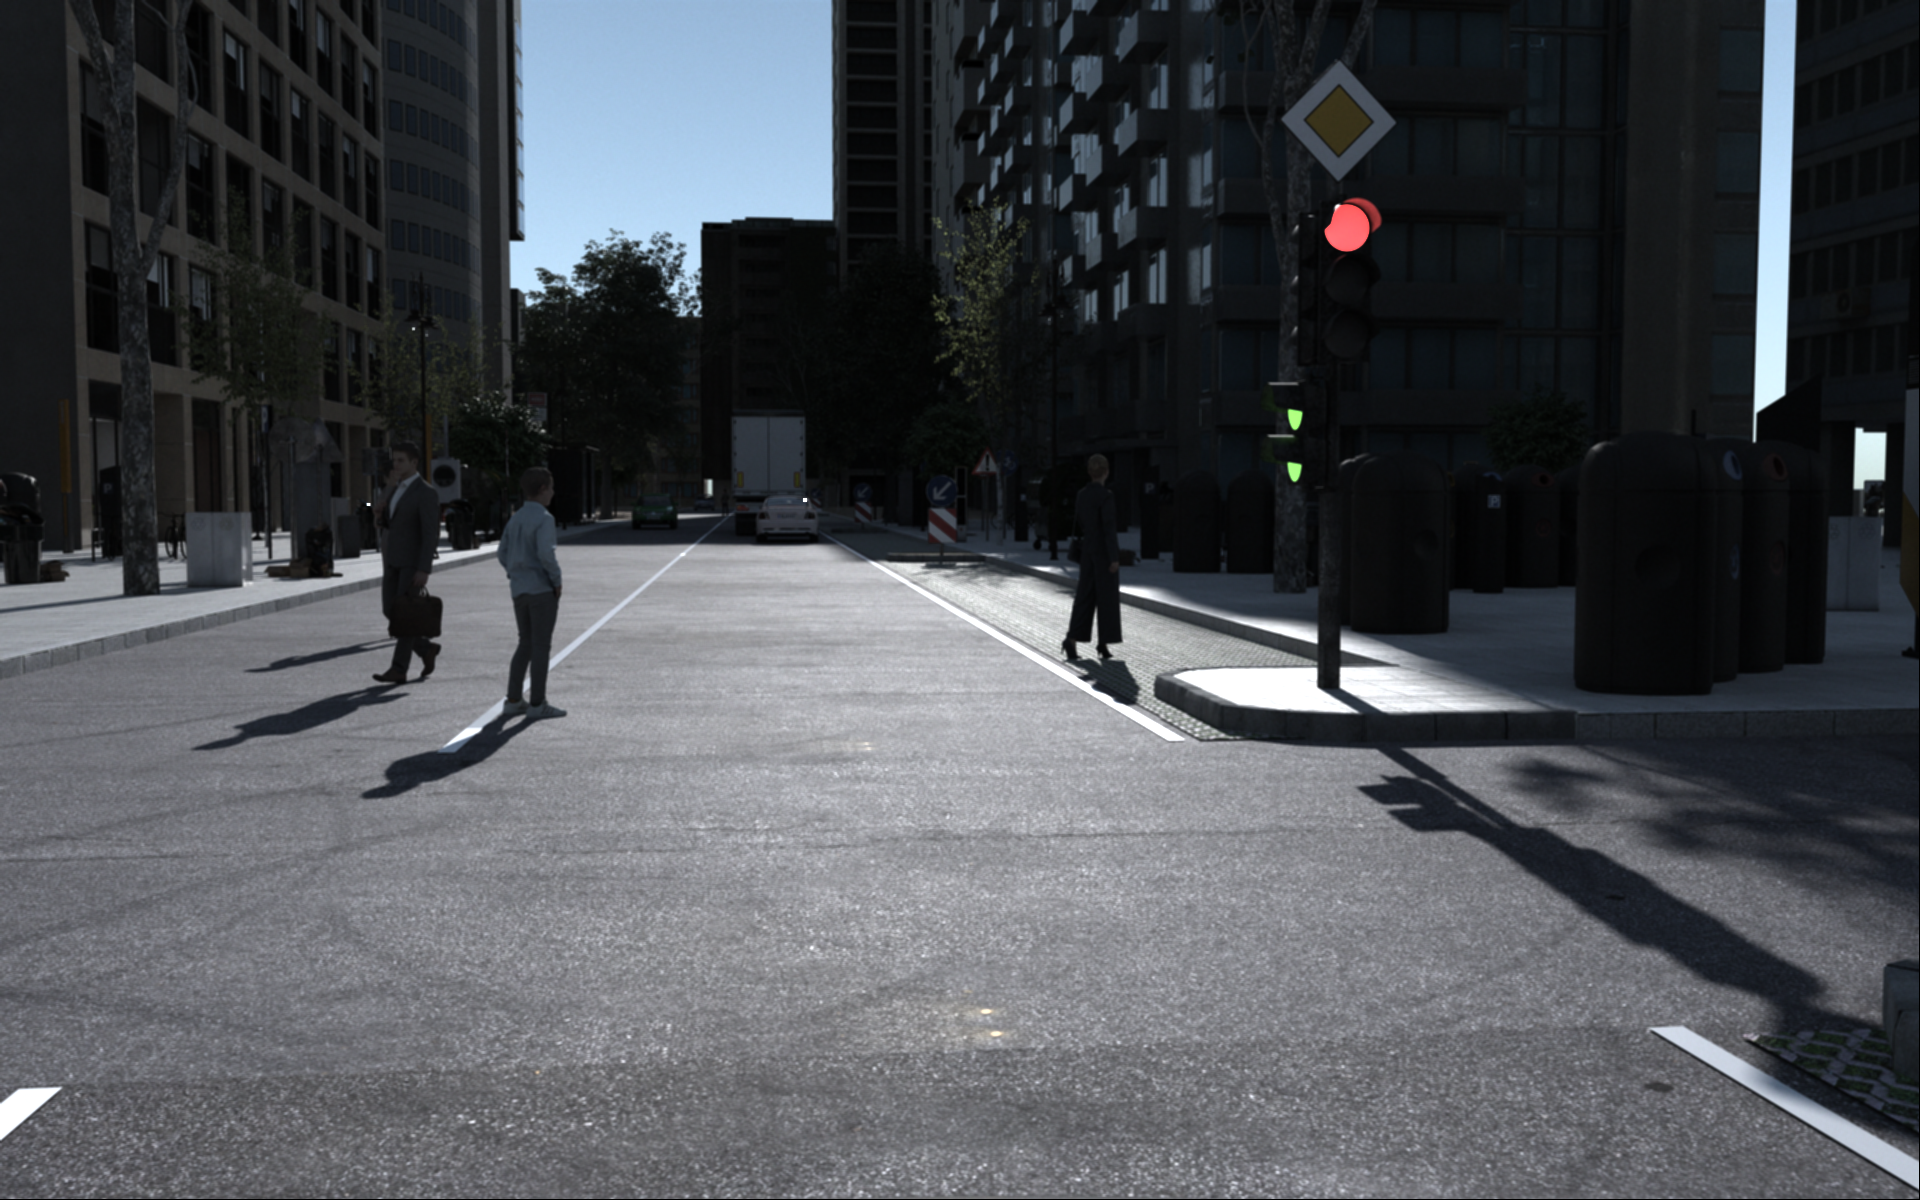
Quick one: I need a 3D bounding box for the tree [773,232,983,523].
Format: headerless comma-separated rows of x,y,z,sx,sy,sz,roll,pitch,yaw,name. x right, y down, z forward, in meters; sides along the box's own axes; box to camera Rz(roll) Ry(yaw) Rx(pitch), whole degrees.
-3.098,-9.733,76.138,9.611,12.733,9.660,0,3,0,tree

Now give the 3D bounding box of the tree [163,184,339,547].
-16.652,-5.565,41.352,4.737,8.622,4.395,0,3,0,tree

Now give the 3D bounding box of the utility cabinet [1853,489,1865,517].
39.108,-4.126,76.136,0.318,1.500,1.173,-2,4,-25,utility cabinet

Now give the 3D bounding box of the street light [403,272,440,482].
-11.191,-3.875,36.148,0.468,5.910,1.993,0,4,-7,street light

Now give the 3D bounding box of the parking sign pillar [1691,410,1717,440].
23.967,-4.115,55.744,1.447,3.967,1.447,-3,5,-44,parking sign pillar

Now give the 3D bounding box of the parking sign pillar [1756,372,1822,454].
18.490,-3.073,38.720,1.447,3.967,1.447,2,4,25,parking sign pillar

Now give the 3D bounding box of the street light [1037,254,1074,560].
1.835,-3.718,33.581,0.468,5.910,1.993,0,4,-7,street light

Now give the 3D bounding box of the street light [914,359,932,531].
-1.275,-5.295,59.355,0.468,5.910,1.993,0,4,-7,street light

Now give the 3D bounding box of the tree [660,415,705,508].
-25.792,-12.850,160.462,4.737,8.622,4.395,0,3,0,tree

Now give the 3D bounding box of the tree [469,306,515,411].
-19.603,-7.212,68.273,4.360,8.622,3.978,0,3,0,tree

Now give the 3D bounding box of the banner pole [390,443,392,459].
-27.015,-5.637,82.188,0.401,3.779,0.863,-1,4,-23,banner pole

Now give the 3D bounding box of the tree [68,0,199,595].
-11.193,-10.049,20.198,12.611,20.169,13.585,0,3,0,tree

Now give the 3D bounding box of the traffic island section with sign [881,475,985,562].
-0.568,-1.738,37.043,1.989,1.847,2.006,0,4,-7,traffic island section with sign

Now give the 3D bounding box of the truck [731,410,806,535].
-6.985,-4.553,63.350,2.839,4.237,11.283,0,4,-6,truck

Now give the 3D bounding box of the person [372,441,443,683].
-4.175,-0.289,13.189,0.622,1.834,0.822,2,4,28,person

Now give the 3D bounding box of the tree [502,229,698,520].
-17.452,-10.911,85.046,9.857,13.997,8.962,0,3,0,tree

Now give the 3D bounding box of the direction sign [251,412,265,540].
-19.492,-3.424,47.975,0.379,3.537,0.876,-1,4,-11,direction sign

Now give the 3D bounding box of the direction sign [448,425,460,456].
-16.600,-3.974,56.966,0.379,3.537,0.876,0,4,7,direction sign

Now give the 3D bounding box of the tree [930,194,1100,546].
1.080,-5.648,42.700,4.360,8.622,3.978,0,3,0,tree

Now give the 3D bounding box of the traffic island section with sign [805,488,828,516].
-9.525,-6.376,112.869,1.989,1.847,2.006,0,4,-7,traffic island section with sign

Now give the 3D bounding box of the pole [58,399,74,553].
-19.282,-2.661,37.350,0.158,3.312,0.155,0,3,0,pole

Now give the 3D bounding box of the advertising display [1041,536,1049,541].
2.358,-2.582,47.429,0.123,1.923,0.974,-1,4,-12,advertising display

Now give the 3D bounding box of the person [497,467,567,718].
-2.724,-0.050,11.134,0.330,1.601,0.589,-3,4,-38,person

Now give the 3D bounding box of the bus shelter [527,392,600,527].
-16.252,-5.713,71.039,2.179,5.291,8.768,0,4,-7,bus shelter

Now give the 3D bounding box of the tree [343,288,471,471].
-19.755,-6.808,61.681,4.360,8.622,3.978,0,3,0,tree

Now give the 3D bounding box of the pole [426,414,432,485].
-13.637,-3.093,44.411,0.158,3.312,0.155,0,3,0,pole

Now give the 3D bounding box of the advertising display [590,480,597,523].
-16.785,-4.460,78.129,0.974,1.923,0.123,2,4,34,advertising display

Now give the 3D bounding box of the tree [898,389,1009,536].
-0.284,-4.288,53.818,4.285,4.588,4.351,0,3,0,tree

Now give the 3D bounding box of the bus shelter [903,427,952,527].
-0.975,-4.430,63.716,1.731,3.624,6.357,0,4,-7,bus shelter

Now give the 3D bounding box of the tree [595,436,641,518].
-19.016,-6.821,95.229,4.285,4.588,4.351,0,3,0,tree

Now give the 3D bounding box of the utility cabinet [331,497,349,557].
-12.854,-1.515,35.938,0.306,1.237,1.020,-2,4,-23,utility cabinet

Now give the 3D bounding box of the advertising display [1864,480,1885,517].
42.600,-4.619,80.736,0.123,1.923,0.974,-2,4,-27,advertising display

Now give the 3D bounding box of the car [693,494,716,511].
-22.254,-8.491,150.827,2.014,1.417,4.499,0,4,-8,car

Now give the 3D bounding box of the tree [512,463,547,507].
-14.785,-3.941,59.035,1.663,3.219,1.824,0,3,0,tree

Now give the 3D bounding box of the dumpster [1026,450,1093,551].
2.369,-2.235,39.036,1.502,2.255,1.985,0,4,-7,dumpster

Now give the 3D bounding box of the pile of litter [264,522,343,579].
-10.198,-0.792,26.914,1.176,0.858,1.719,-1,4,-14,pile of litter

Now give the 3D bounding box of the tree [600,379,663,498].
-20.328,-9.673,108.515,4.360,8.622,3.978,0,3,0,tree

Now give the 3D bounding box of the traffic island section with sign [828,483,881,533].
-3.730,-3.375,63.813,1.989,1.847,2.006,0,4,-7,traffic island section with sign

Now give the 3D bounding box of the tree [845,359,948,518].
-3.735,-9.661,92.372,7.601,10.594,8.767,1,4,21,tree

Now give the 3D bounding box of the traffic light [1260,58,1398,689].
2.422,-1.372,11.358,0.839,4.253,0.868,0,4,-7,traffic light

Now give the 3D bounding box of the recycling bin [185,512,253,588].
-10.317,-0.708,24.135,0.722,1.027,0.722,-1,4,-10,recycling bin

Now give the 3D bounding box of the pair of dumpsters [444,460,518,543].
-13.152,-2.745,47.380,1.574,2.255,4.437,0,4,-7,pair of dumpsters

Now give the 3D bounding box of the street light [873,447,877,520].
-4.192,-6.883,85.323,0.468,5.910,1.993,0,4,-7,street light

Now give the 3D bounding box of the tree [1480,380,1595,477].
16.724,-4.063,50.138,4.285,4.588,4.351,0,3,0,tree

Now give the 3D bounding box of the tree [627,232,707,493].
-20.540,-16.349,123.195,12.611,20.169,13.585,0,3,0,tree

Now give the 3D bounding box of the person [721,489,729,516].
-15.268,-6.313,112.244,0.617,1.759,0.750,-1,4,-21,person

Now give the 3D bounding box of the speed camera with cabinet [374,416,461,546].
-13.600,-3.001,43.404,2.038,3.252,0.660,-1,4,-10,speed camera with cabinet

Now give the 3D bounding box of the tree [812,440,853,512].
-11.324,-12.168,149.315,4.737,8.622,4.395,0,3,0,tree

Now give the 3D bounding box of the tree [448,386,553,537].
-14.088,-4.221,52.735,4.285,4.588,4.351,0,3,0,tree

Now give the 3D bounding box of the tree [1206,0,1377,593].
5.777,-10.156,21.943,12.611,20.169,13.585,0,3,0,tree

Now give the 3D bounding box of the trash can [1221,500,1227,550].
6.218,-1.703,39.492,0.748,1.137,0.748,0,3,0,trash can

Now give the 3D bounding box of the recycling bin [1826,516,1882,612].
9.737,-0.411,19.272,0.722,1.027,0.722,0,4,6,recycling bin

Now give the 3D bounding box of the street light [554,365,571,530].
-14.285,-5.479,62.372,0.468,5.910,1.993,0,4,-7,street light

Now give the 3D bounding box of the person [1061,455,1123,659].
1.176,-0.371,14.981,0.576,1.772,0.534,2,4,33,person

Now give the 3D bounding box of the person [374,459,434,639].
-5.533,-0.510,17.185,0.599,1.781,0.374,3,5,42,person
